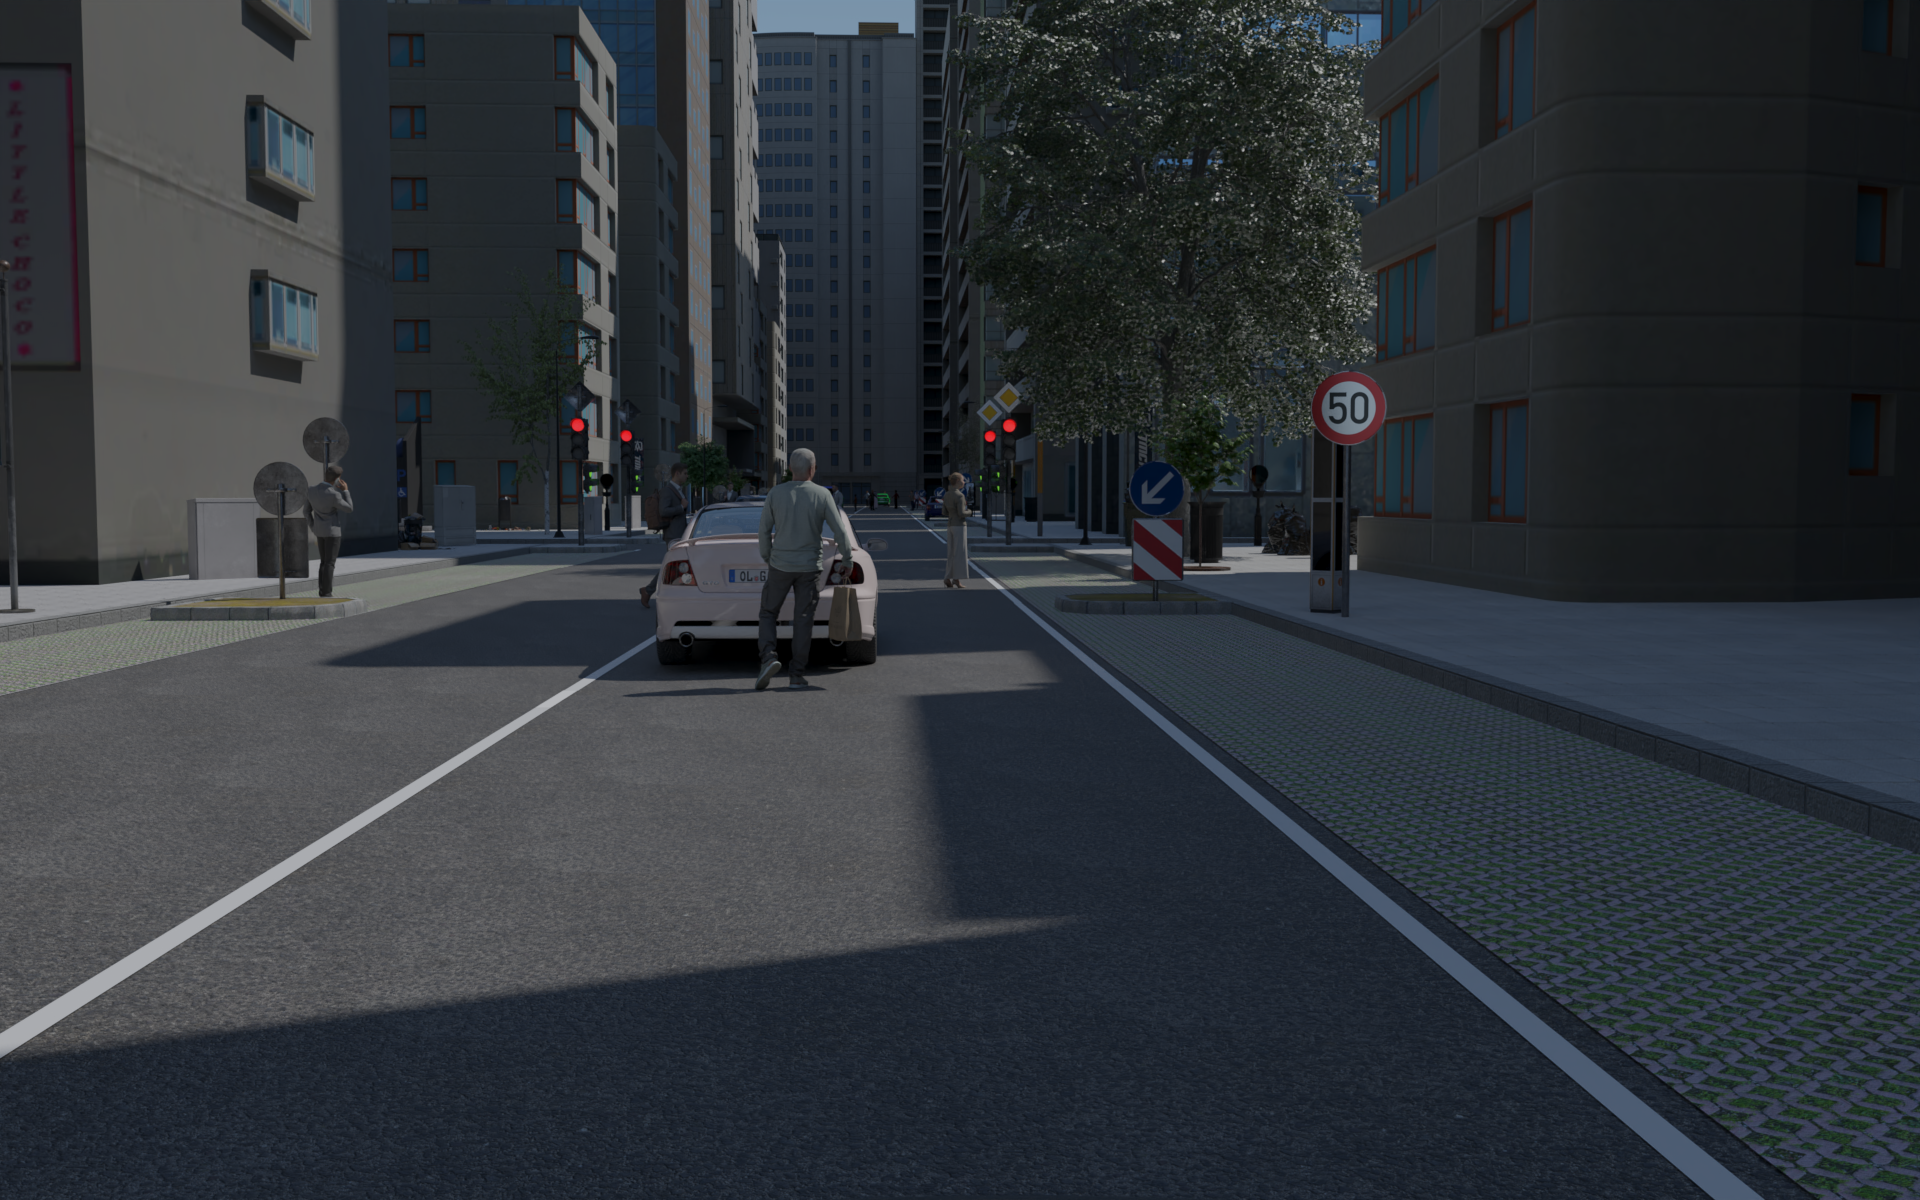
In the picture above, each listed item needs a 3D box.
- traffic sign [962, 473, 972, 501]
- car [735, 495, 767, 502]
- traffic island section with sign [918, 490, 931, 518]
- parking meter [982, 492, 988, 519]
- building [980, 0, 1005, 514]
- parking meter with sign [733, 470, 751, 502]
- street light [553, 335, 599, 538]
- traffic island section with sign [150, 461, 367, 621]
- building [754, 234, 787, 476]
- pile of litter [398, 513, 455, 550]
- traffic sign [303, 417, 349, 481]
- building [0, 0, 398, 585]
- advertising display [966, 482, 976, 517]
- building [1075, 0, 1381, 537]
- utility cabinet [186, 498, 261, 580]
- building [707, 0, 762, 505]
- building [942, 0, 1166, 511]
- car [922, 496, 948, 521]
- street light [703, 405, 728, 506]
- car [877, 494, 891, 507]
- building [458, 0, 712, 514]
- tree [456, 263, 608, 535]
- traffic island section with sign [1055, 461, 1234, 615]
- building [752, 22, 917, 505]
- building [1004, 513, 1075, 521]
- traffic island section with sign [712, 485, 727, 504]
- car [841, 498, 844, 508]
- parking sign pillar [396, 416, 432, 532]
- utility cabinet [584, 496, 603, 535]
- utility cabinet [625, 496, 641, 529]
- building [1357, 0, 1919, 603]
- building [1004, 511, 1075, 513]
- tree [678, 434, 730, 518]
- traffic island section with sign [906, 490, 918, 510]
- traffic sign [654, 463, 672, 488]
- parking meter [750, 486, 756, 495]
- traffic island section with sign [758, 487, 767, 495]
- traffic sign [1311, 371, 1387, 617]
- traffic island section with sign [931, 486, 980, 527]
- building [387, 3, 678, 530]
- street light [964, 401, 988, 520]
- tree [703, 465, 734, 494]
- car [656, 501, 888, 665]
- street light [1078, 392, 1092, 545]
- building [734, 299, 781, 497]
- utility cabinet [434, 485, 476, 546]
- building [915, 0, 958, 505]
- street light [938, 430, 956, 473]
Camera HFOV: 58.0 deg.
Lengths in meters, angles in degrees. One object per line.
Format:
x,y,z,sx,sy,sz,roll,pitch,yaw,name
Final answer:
0.339,-6.357,104.034,0.768,2.556,0.104,0,4,-2,traffic sign
-6.360,-2.594,54.410,2.014,1.417,4.499,0,4,-3,car
-1.307,-5.775,103.041,1.989,1.847,2.006,0,4,-2,traffic island section with sign
1.323,-4.983,89.875,0.372,1.533,0.369,0,3,0,parking meter
8.283,-26.465,116.294,14.154,41.232,14.086,0,4,-2,building
-15.404,-7.848,124.574,1.738,3.016,0.543,0,4,2,parking meter with sign
-11.248,-4.785,50.778,1.470,5.913,1.316,0,4,-2,street light
-8.148,-0.721,20.417,1.989,1.847,2.006,0,4,-2,traffic island section with sign
-26.538,-25.786,193.297,14.107,30.474,14.160,0,4,-2,building
-12.565,-1.591,39.985,1.719,0.858,1.176,0,4,-5,pile of litter
-10.503,-1.749,28.704,0.768,2.556,0.104,0,4,-1,traffic sign
-22.800,-24.654,26.800,21.600,48.544,21.300,0,4,-2,building
0.595,-5.569,96.264,0.123,1.923,0.974,-2,4,-28,advertising display
19.833,-45.729,60.335,31.000,86.520,22.319,0,4,-2,building
-11.150,-0.924,26.266,0.306,1.237,1.020,3,5,41,utility cabinet
-30.315,-33.579,138.254,28.713,52.752,27.495,0,4,-2,building
9.273,-33.207,166.635,21.300,48.544,21.600,0,4,-2,building
-1.034,-4.895,92.616,1.945,1.354,3.894,0,4,-2,car
-12.817,-7.216,90.515,1.470,5.913,1.316,0,4,-2,street light
-8.857,-11.501,196.841,1.959,1.807,4.718,0,4,-2,car
-24.220,-28.428,114.903,14.600,45.320,14.200,0,4,-2,building
-13.298,-6.372,54.543,4.737,8.622,4.395,0,3,0,tree
2.202,-0.778,21.350,1.989,1.847,2.006,0,4,-2,traffic island section with sign
-19.746,-41.467,219.979,28.212,58.520,21.231,0,4,-2,building
13.698,-28.549,90.484,21.300,48.544,21.600,0,4,-2,building
-10.546,-4.140,76.324,1.989,1.847,2.006,0,4,-2,traffic island section with sign
-11.242,-8.865,153.734,1.959,1.807,4.718,0,4,-4,car
-18.940,-4.346,59.529,1.447,3.967,1.447,0,4,5,parking sign pillar
-11.620,-2.672,54.844,0.306,1.237,1.020,-2,4,-29,utility cabinet
-12.190,-3.263,64.506,0.306,1.237,1.020,0,4,8,utility cabinet
21.154,-10.387,14.873,27.650,21.520,28.899,0,4,-2,building
10.897,-31.891,145.125,21.300,48.544,21.600,0,4,-2,building
-13.980,-6.737,93.861,4.285,4.588,4.351,0,3,0,tree
-4.613,-10.503,180.356,1.989,1.847,2.006,0,4,-2,traffic island section with sign
-12.367,-4.404,72.109,0.768,2.556,0.104,0,4,-1,traffic sign
-14.595,-7.113,122.004,0.399,1.863,0.255,2,4,26,parking meter
-11.716,-5.819,103.771,1.989,1.847,2.006,0,4,-2,traffic island section with sign
4.019,-1.093,17.984,0.768,2.556,0.104,0,4,7,traffic sign
-0.141,-4.127,76.111,1.989,1.847,2.006,0,4,-2,traffic island section with sign
-27.883,-14.092,75.448,27.650,21.520,28.899,0,4,-2,building
0.886,-6.978,86.630,1.470,5.913,1.316,0,4,-2,street light
-14.649,-6.681,103.827,1.663,3.219,1.824,0,3,0,tree
-1.698,-0.220,15.961,2.083,1.381,4.827,0,4,-3,car
2.623,-4.339,43.489,1.470,5.913,1.316,0,4,-2,street light
-32.089,-19.710,167.301,27.650,21.520,28.899,0,4,-2,building
-12.480,-2.090,42.850,0.318,1.500,1.173,2,4,25,utility cabinet
4.650,-47.841,220.457,20.611,71.187,20.563,0,4,-2,building
-0.885,-9.395,126.149,1.470,5.913,1.316,0,4,-2,street light
